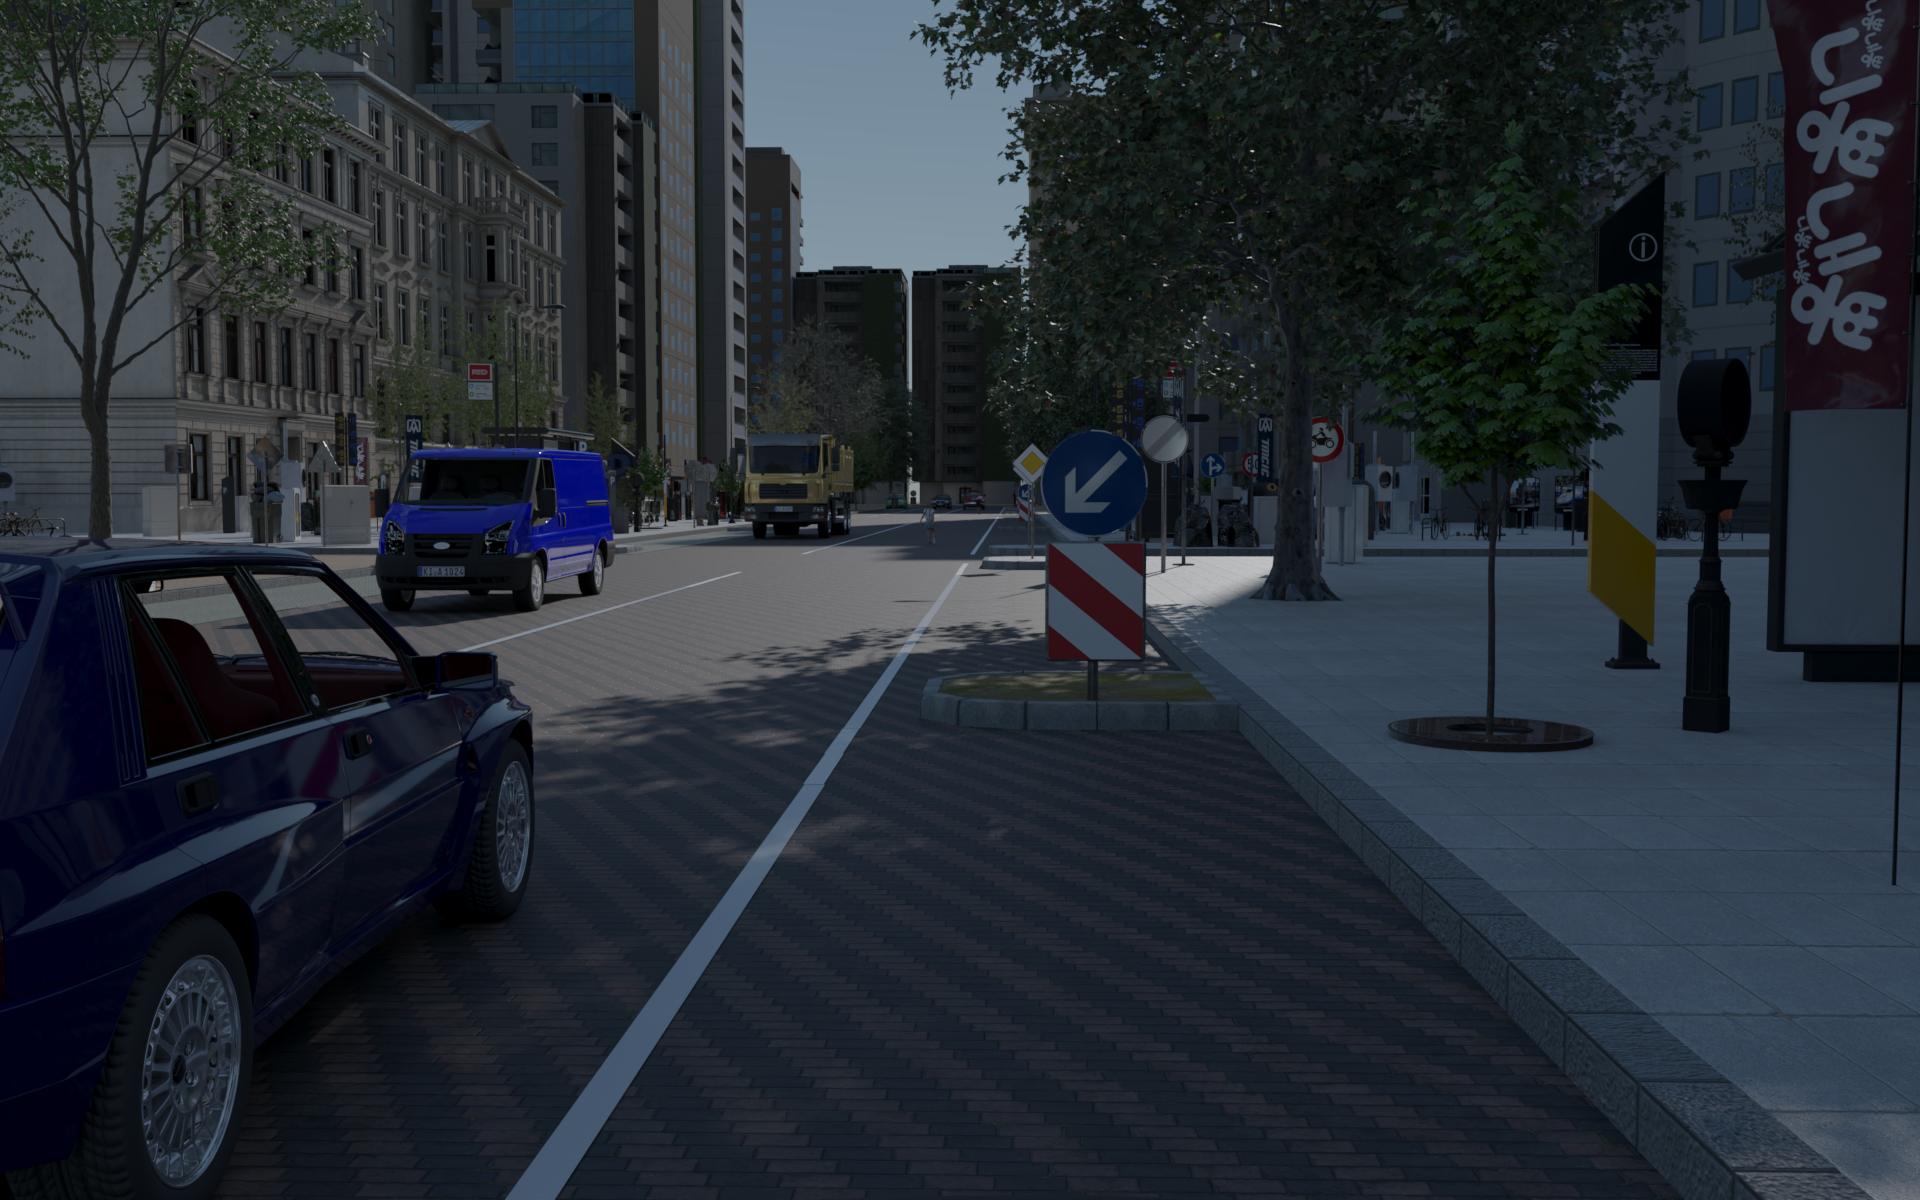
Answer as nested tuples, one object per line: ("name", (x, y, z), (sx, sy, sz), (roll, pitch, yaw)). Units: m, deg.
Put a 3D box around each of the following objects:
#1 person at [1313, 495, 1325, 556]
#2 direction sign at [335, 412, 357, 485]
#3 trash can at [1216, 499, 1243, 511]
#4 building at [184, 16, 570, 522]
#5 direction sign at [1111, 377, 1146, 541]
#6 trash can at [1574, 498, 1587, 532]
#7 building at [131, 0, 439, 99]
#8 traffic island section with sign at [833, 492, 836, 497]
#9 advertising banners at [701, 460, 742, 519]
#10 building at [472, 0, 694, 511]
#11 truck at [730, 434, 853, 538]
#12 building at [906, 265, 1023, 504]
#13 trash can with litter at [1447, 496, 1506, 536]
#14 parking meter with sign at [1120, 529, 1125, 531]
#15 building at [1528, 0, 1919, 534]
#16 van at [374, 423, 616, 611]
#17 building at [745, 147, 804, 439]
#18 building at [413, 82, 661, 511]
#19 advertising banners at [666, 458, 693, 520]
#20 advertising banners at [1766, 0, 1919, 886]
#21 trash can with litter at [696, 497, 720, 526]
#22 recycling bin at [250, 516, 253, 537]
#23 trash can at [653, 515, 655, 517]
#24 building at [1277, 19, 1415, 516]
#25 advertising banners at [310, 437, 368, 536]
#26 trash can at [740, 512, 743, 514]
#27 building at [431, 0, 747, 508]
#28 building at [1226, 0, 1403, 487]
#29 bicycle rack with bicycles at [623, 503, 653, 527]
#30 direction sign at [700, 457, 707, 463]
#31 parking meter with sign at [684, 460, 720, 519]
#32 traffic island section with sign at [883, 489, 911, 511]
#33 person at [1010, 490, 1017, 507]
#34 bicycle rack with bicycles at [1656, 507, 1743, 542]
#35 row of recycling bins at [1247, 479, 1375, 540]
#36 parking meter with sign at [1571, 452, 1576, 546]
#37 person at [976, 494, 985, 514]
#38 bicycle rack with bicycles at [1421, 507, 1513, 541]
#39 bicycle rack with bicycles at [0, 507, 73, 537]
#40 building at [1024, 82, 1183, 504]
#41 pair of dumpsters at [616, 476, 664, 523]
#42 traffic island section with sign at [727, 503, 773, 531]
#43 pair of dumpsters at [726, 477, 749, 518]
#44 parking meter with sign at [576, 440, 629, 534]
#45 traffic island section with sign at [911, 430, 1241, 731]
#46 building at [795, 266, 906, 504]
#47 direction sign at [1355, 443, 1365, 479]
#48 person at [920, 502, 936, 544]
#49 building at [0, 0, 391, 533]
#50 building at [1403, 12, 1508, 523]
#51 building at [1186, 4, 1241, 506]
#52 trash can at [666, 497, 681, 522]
("person", (7.575, -1.683, 36.044), (0.654, 1.822, 0.581), (0, 4, 0))
("direction sign", (-17.097, -3.443, 48.298), (0.379, 3.537, 0.876), (1, 4, 19))
("trash can", (7.530, -2.249, 48.427), (0.748, 1.137, 0.748), (0, 3, 0))
("building", (-30.810, -16.747, 92.903), (14.460, 24.649, 34.723), (0, 4, 2))
("direction sign", (3.149, -2.479, 32.521), (0.379, 3.537, 0.876), (-3, 5, -40))
("trash can", (21.085, -2.867, 58.528), (0.748, 1.137, 0.748), (0, 3, 0))
("building", (-63.951, -35.312, 166.593), (27.495, 52.752, 28.713), (0, 4, 2))
("traffic island section with sign", (-7.047, -5.227, 94.087), (1.989, 1.847, 2.006), (0, 4, 2))
("advertising banners", (-12.276, -5.690, 89.221), (2.074, 3.025, 0.090), (-1, 4, -14))
("building", (-29.433, -29.894, 138.882), (14.600, 45.320, 14.200), (0, 4, 2))
("truck", (-5.341, -3.799, 58.039), (3.469, 3.379, 9.791), (0, 4, 2))
("building", (0.939, -27.496, 221.263), (14.107, 30.474, 14.160), (0, 4, 2))
("trash can with litter", (15.777, -2.559, 52.899), (2.233, 1.210, 1.678), (-1, 4, -14))
("parking meter with sign", (5.060, -3.904, 60.087), (0.543, 3.016, 1.738), (-3, 4, -39))
("building", (37.268, -31.889, 63.379), (28.212, 58.520, 21.231), (0, 4, 2))
("van", (-6.074, -1.136, 22.966), (2.240, 2.365, 5.245), (0, 4, 1))
("building", (-27.932, -35.033, 222.895), (14.200, 45.320, 14.600), (0, 4, 2))
("building", (-30.185, -21.622, 125.225), (14.160, 30.474, 14.107), (0, 4, 2))
("advertising banners", (-13.876, -5.452, 85.332), (0.090, 3.025, 2.074), (2, 4, 33))
("advertising banners", (3.576, -0.572, 5.548), (2.074, 3.025, 0.090), (0, 4, 5))
("trash can with litter", (-10.251, -3.593, 70.133), (1.055, 1.170, 0.624), (0, 4, 4))
("recycling bin", (-20.787, -2.410, 51.951), (0.722, 1.027, 0.722), (3, 4, 36))
("trash can", (-17.417, -5.229, 97.143), (0.748, 1.137, 0.748), (0, 3, 0))
("building", (26.985, -20.652, 109.361), (14.160, 30.474, 14.107), (0, 4, 2))
("advertising banners", (-19.089, -3.493, 53.306), (2.074, 3.025, 0.090), (1, 4, 16))
("trash can", (-13.134, -5.542, 102.270), (0.748, 1.137, 0.748), (0, 3, 0))
("building", (-35.577, -38.355, 169.108), (28.212, 58.520, 21.231), (0, 4, 2))
("building", (32.679, -31.371, 132.526), (23.786, 49.044, 30.456), (0, 4, 2))
("bicycle rack with bicycles", (-13.444, -3.299, 67.323), (2.925, 0.926, 2.852), (-1, 4, -8))
("direction sign", (-15.578, -6.929, 105.292), (0.379, 3.537, 0.876), (1, 4, 21))
("parking meter with sign", (-13.015, -5.585, 87.571), (1.738, 3.016, 0.543), (1, 4, 17))
("traffic island section with sign", (-5.430, -8.398, 145.927), (1.989, 1.847, 2.006), (0, 4, 2))
("person", (6.099, -11.153, 190.812), (1.348, 1.831, 0.705), (-2, 4, -27))
("bicycle rack with bicycles", (19.915, -2.088, 47.517), (2.925, 0.926, 2.852), (-2, 4, -31))
("row of recycling bins", (9.857, -2.547, 48.748), (3.534, 1.692, 1.069), (0, 4, 0))
("parking meter with sign", (15.937, -2.832, 42.563), (1.738, 3.016, 0.543), (2, 4, 34))
("person", (1.426, -6.732, 121.751), (0.628, 1.438, 0.799), (0, 4, 1))
("bicycle rack with bicycles", (14.074, -2.130, 48.212), (2.852, 0.926, 2.925), (2, 4, 24))
("bicycle rack with bicycles", (-26.212, -2.090, 47.556), (2.852, 0.926, 2.925), (2, 4, 27))
("building", (22.118, -39.056, 227.802), (27.495, 52.752, 28.713), (0, 4, 2))
("pair of dumpsters", (-14.275, -4.548, 76.857), (1.574, 2.255, 4.437), (0, 4, 2))
("traffic island section with sign", (-7.893, -3.579, 67.145), (1.989, 1.847, 2.006), (0, 4, 2))
("pair of dumpsters", (-11.822, -5.609, 94.200), (1.574, 2.255, 4.437), (0, 4, 2))
("parking meter with sign", (-11.553, -3.664, 56.165), (1.738, 3.016, 0.543), (1, 4, 23))
("traffic island section with sign", (0.747, -0.174, 11.465), (1.989, 1.847, 2.006), (0, 4, 2))
("building", (-13.801, -27.567, 222.413), (14.107, 30.474, 14.160), (0, 4, 2))
("direction sign", (17.676, -5.179, 76.681), (0.379, 3.537, 0.876), (-1, 4, -13))
("person", (-0.914, -2.201, 49.499), (0.505, 1.210, 0.382), (1, 4, 12))
("building", (-30.268, -12.322, 66.089), (10.561, 19.102, 19.286), (0, 4, 2))
("building", (28.670, -24.405, 82.624), (14.154, 41.232, 14.086), (0, 4, 2))
("building", (31.746, -37.993, 163.183), (21.231, 58.520, 28.212), (0, 4, 2))
("trash can", (-13.452, -4.249, 81.128), (0.748, 1.137, 0.748), (0, 3, 0))
